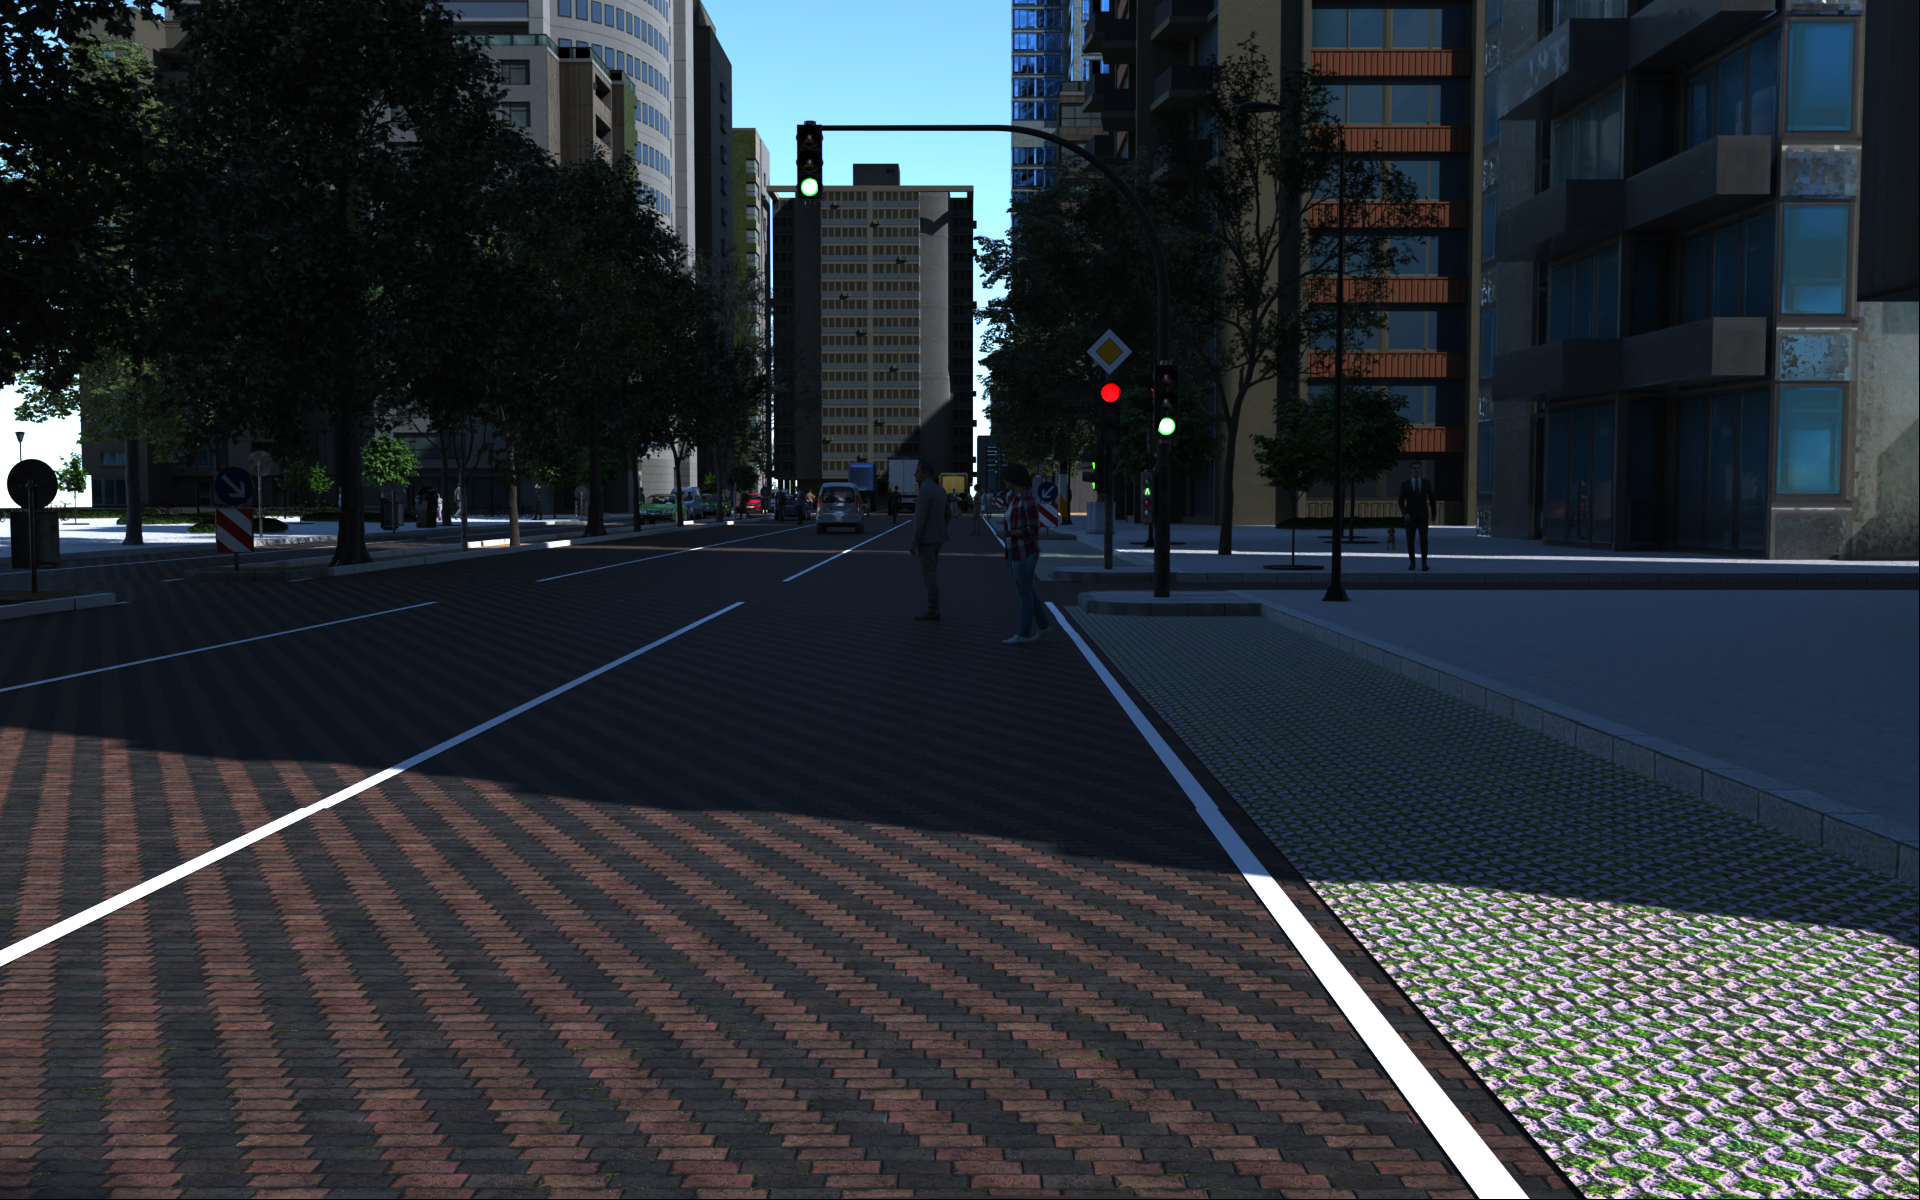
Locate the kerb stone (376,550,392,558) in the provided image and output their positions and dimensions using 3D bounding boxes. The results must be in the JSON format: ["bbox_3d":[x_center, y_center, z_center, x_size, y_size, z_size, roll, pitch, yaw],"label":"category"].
[{"bbox_3d":[-13.047,-1.013,38.909,0.120,0.150,1.000,0,4,0],"label":"kerb stone"}]

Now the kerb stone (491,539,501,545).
[{"bbox_3d":[-13.025,-1.585,48.116,0.120,0.150,1.000,0,4,0],"label":"kerb stone"}]

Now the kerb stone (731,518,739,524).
[{"bbox_3d":[-10.822,-3.710,82.976,0.120,0.150,1.000,0,4,0],"label":"kerb stone"}]

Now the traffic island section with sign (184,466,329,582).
[{"bbox_3d":[-12.013,-1.295,29.314,2.006,1.907,1.989,0,4,0],"label":"traffic island section with sign"}]

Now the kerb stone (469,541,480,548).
[{"bbox_3d":[-13.032,-1.460,46.066,0.120,0.150,1.000,0,4,0],"label":"kerb stone"}]

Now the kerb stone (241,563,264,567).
[{"bbox_3d":[-13.071,-0.582,31.739,0.120,0.150,1.000,0,4,0],"label":"kerb stone"}]

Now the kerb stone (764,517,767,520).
[{"bbox_3d":[-10.786,-4.408,94.266,0.120,0.150,1.000,0,4,0],"label":"kerb stone"}]

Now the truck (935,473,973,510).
[{"bbox_3d":[-0.558,-9.836,156.735,3.469,3.379,9.791,0,4,0],"label":"truck"}]

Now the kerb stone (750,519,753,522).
[{"bbox_3d":[-10.801,-4.031,88.110,0.120,0.150,1.000,0,4,0],"label":"kerb stone"}]

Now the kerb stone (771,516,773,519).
[{"bbox_3d":[-10.780,-4.596,97.336,0.120,0.150,1.000,0,4,0],"label":"kerb stone"}]

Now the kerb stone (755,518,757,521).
[{"bbox_3d":[-10.796,-4.155,90.156,0.120,0.150,1.000,0,4,0],"label":"kerb stone"}]

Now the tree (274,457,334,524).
[{"bbox_3d":[-28.196,-4.860,74.065,1.663,3.219,1.824,0,3,0],"label":"tree"}]

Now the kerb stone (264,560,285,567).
[{"bbox_3d":[-13.068,-0.637,32.762,0.120,0.150,1.000,0,4,0],"label":"kerb stone"}]

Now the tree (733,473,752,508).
[{"bbox_3d":[-20.425,-10.191,161.229,1.663,3.219,1.824,0,3,0],"label":"tree"}]

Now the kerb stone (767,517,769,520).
[{"bbox_3d":[-10.784,-4.469,95.289,0.120,0.150,1.000,0,4,0],"label":"kerb stone"}]

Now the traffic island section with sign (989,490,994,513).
[{"bbox_3d":[2.867,-7.549,132.055,1.989,1.847,2.006,0,4,0],"label":"traffic island section with sign"}]

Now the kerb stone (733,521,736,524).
[{"bbox_3d":[-10.824,-3.648,81.948,0.120,0.150,1.000,0,4,0],"label":"kerb stone"}]

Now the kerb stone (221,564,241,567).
[{"bbox_3d":[-13.064,-0.516,30.708,0.120,0.150,1.000,0,4,0],"label":"kerb stone"}]

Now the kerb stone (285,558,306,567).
[{"bbox_3d":[-13.067,-0.708,33.786,0.120,0.150,1.000,0,4,0],"label":"kerb stone"}]

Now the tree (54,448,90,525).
[{"bbox_3d":[-37.106,-4.774,72.664,1.663,3.219,1.824,0,3,0],"label":"tree"}]

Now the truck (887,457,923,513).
[{"bbox_3d":[-4.184,-8.951,135.266,2.839,4.237,11.283,0,4,0],"label":"truck"}]

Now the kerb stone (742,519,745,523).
[{"bbox_3d":[-10.812,-3.836,85.027,0.120,0.150,1.000,0,4,0],"label":"kerb stone"}]

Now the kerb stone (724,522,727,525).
[{"bbox_3d":[-10.834,-3.467,78.877,0.120,0.150,1.000,0,4,0],"label":"kerb stone"}]

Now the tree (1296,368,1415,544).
[{"bbox_3d":[10.195,-3.770,45.354,4.285,4.588,4.351,0,3,0],"label":"tree"}]

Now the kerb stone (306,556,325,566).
[{"bbox_3d":[-13.060,-0.771,34.808,0.120,0.150,1.000,0,4,0],"label":"kerb stone"}]

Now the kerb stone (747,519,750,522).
[{"bbox_3d":[-10.813,-3.969,87.088,0.120,0.150,1.000,0,4,0],"label":"kerb stone"}]

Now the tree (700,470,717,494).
[{"bbox_3d":[-20.394,-8.927,140.565,1.663,3.219,1.824,0,3,0],"label":"tree"}]

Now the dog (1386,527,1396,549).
[{"bbox_3d":[10.058,-1.440,40.370,0.406,0.507,0.540,-2,4,-26],"label":"dog"}]

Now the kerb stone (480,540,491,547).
[{"bbox_3d":[-13.028,-1.521,47.089,0.120,0.150,1.000,0,4,0],"label":"kerb stone"}]

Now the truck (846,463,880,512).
[{"bbox_3d":[-8.283,-9.373,143.005,2.967,4.110,18.799,0,4,-1],"label":"truck"}]

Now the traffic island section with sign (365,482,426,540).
[{"bbox_3d":[-17.983,-2.811,54.585,1.989,1.847,2.006,0,4,0],"label":"traffic island section with sign"}]

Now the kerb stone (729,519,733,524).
[{"bbox_3d":[-10.829,-3.592,80.921,0.120,0.150,1.000,0,4,0],"label":"kerb stone"}]

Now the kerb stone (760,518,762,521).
[{"bbox_3d":[-10.792,-4.282,92.216,0.120,0.150,1.000,0,4,0],"label":"kerb stone"}]

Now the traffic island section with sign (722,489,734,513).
[{"bbox_3d":[-17.757,-7.511,131.435,1.989,1.847,2.006,0,4,0],"label":"traffic island section with sign"}]

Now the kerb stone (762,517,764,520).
[{"bbox_3d":[-10.795,-4.345,93.238,0.120,0.150,1.000,0,4,0],"label":"kerb stone"}]

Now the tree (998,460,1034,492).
[{"bbox_3d":[5.554,-12.097,181.500,4.285,4.588,4.351,0,3,0],"label":"tree"}]

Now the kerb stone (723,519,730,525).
[{"bbox_3d":[-10.835,-3.529,79.899,0.120,0.150,1.000,0,4,0],"label":"kerb stone"}]

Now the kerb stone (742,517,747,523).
[{"bbox_3d":[-10.811,-3.905,86.049,0.120,0.150,1.000,0,4,0],"label":"kerb stone"}]

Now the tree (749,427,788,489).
[{"bbox_3d":[-19.898,-13.884,177.369,4.737,8.622,4.395,0,3,0],"label":"tree"}]

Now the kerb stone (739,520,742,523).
[{"bbox_3d":[-10.813,-3.780,84.004,0.120,0.150,1.000,0,4,0],"label":"kerb stone"}]

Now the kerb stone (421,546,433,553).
[{"bbox_3d":[-13.039,-1.208,41.977,0.120,0.150,1.000,0,4,0],"label":"kerb stone"}]

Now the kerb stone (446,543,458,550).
[{"bbox_3d":[-13.034,-1.335,44.022,0.120,0.150,1.000,0,4,0],"label":"kerb stone"}]

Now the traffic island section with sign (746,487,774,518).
[{"bbox_3d":[-11.799,-5.891,104.452,2.006,1.907,1.989,0,4,0],"label":"traffic island section with sign"}]

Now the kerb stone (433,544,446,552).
[{"bbox_3d":[-13.035,-1.272,42.999,0.120,0.150,1.000,0,4,0],"label":"kerb stone"}]

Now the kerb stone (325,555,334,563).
[{"bbox_3d":[-13.064,-0.834,35.831,0.120,0.150,1.000,0,4,0],"label":"kerb stone"}]

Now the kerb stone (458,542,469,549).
[{"bbox_3d":[-13.033,-1.396,45.044,0.120,0.150,1.000,0,4,0],"label":"kerb stone"}]

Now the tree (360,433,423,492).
[{"bbox_3d":[-28.553,-6.286,86.488,4.285,4.588,4.351,0,3,0],"label":"tree"}]

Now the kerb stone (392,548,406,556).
[{"bbox_3d":[-13.046,-1.085,39.931,0.120,0.150,1.000,0,4,0],"label":"kerb stone"}]

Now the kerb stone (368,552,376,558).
[{"bbox_3d":[-13.056,-0.959,37.876,0.120,0.150,1.000,0,4,0],"label":"kerb stone"}]

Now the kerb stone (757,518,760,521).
[{"bbox_3d":[-10.795,-4.219,91.182,0.120,0.150,1.000,0,4,0],"label":"kerb stone"}]

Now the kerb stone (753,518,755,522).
[{"bbox_3d":[-10.800,-4.094,89.132,0.120,0.150,1.000,0,4,0],"label":"kerb stone"}]

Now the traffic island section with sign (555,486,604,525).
[{"bbox_3d":[-17.904,-4.468,81.680,1.989,1.847,2.006,0,4,0],"label":"traffic island section with sign"}]

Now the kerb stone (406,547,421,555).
[{"bbox_3d":[-13.034,-1.146,40.953,0.120,0.150,1.000,0,4,0],"label":"kerb stone"}]

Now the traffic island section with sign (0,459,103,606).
[{"bbox_3d":[-12.044,-0.842,21.907,2.006,1.907,1.989,0,4,0],"label":"traffic island section with sign"}]

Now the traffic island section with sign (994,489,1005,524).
[{"bbox_3d":[2.718,-4.483,81.921,1.989,1.847,2.006,0,4,0],"label":"traffic island section with sign"}]

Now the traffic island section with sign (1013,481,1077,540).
[{"bbox_3d":[2.626,-2.809,54.547,1.989,1.847,2.006,0,4,0],"label":"traffic island section with sign"}]

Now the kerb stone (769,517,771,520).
[{"bbox_3d":[-10.786,-4.532,96.314,0.120,0.150,1.000,0,4,0],"label":"kerb stone"}]
